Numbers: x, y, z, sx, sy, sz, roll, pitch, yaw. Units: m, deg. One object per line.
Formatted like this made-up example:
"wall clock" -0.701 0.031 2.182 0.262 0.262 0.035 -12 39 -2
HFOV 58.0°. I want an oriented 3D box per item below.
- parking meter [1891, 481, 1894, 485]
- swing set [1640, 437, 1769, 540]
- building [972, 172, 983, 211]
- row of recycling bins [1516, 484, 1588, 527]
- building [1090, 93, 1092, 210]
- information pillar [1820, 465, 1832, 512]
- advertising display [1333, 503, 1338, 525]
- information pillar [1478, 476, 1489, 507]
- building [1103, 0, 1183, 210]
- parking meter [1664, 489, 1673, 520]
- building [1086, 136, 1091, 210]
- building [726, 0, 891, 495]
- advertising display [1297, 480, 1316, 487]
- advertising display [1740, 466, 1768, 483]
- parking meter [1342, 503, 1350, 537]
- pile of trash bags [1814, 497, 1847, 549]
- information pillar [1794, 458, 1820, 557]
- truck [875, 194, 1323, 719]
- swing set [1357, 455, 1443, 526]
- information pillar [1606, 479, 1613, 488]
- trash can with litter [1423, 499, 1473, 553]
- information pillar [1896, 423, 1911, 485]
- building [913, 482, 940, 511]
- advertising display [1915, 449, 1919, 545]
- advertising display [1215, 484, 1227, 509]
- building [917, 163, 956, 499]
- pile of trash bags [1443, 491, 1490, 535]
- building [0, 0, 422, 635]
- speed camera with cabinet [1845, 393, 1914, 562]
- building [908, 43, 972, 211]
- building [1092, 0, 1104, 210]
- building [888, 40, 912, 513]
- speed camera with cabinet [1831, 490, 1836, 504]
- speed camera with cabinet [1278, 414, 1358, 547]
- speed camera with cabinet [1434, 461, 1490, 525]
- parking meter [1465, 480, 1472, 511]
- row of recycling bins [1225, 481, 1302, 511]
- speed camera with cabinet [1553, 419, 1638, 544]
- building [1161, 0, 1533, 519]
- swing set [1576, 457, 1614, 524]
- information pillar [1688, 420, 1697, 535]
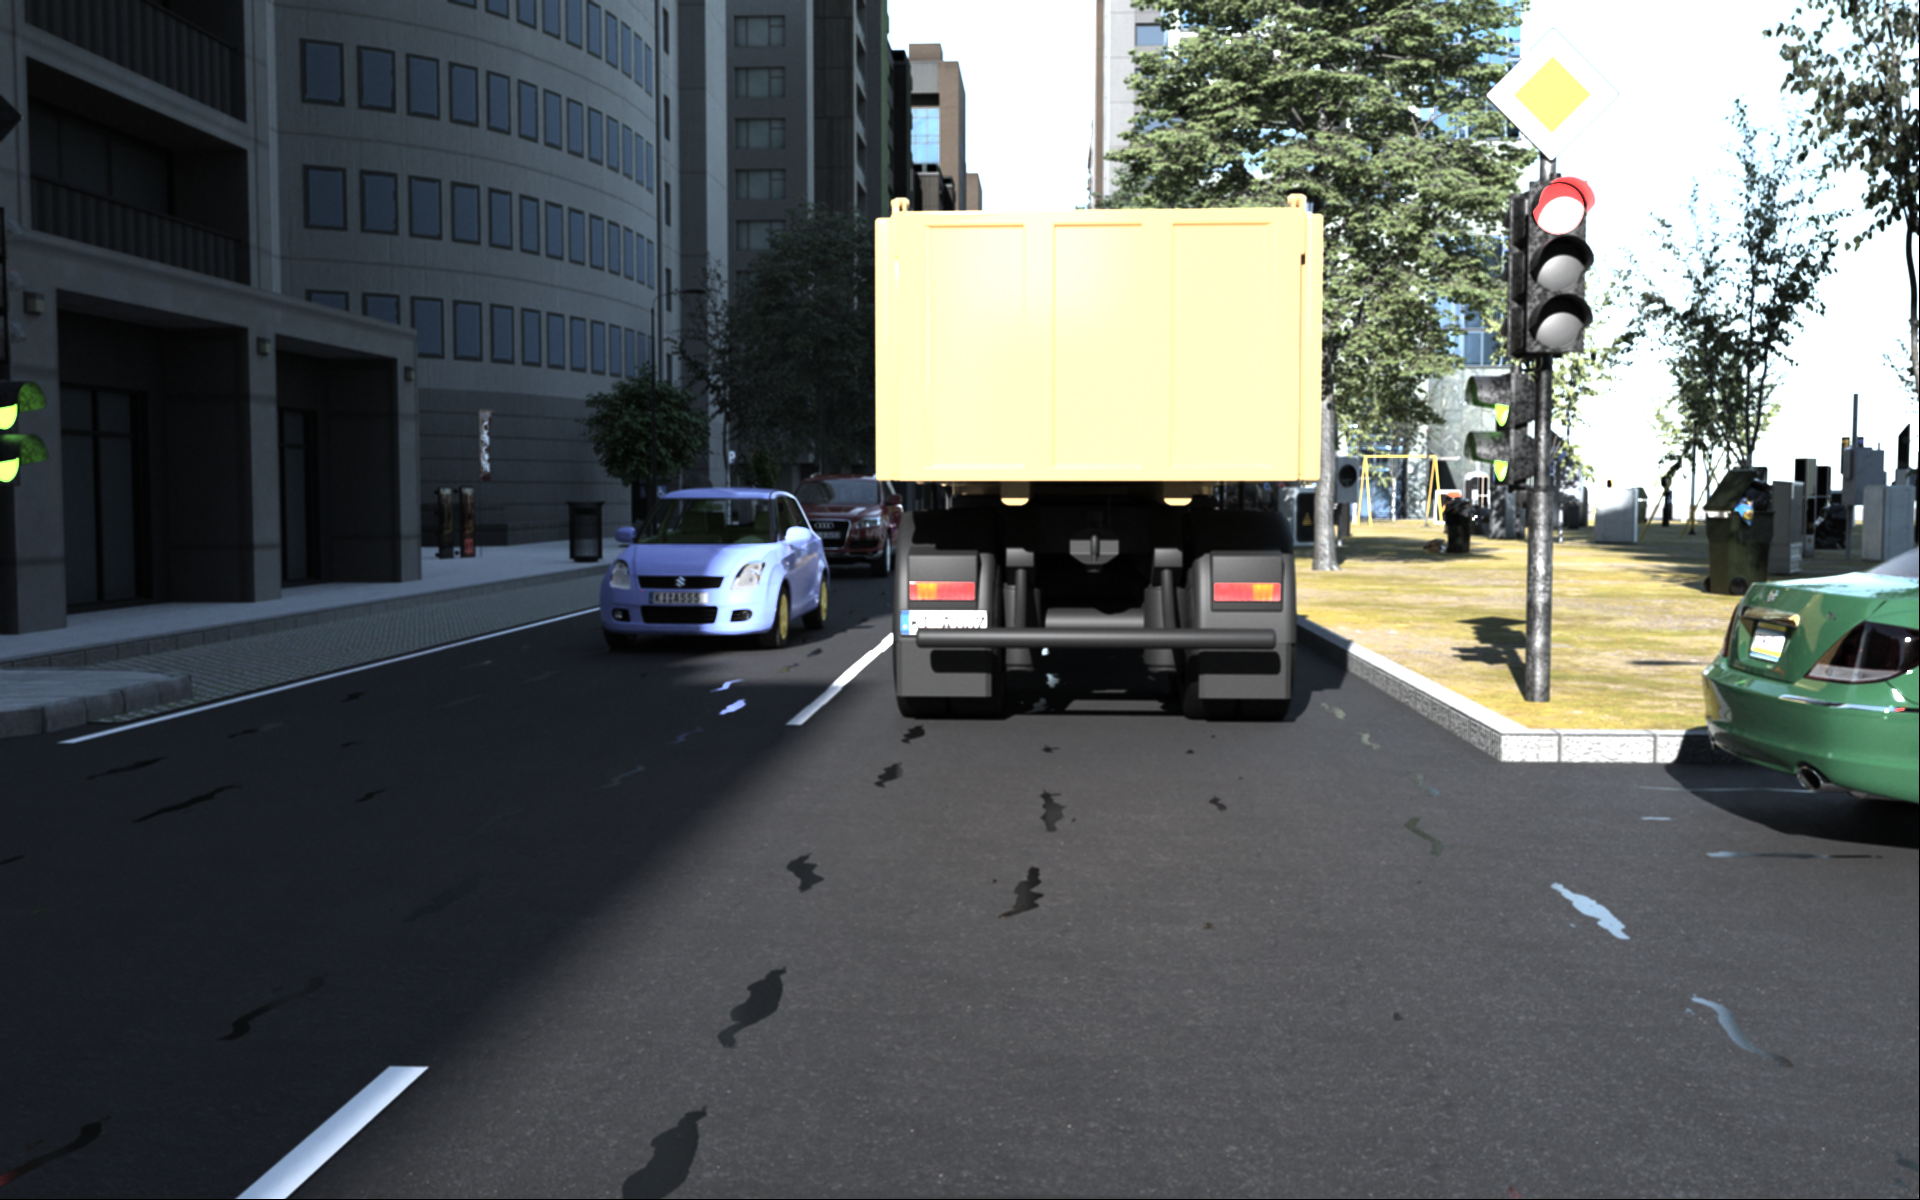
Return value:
"parking meter" 37.978 -3.948 70.269 0.255 1.863 0.399 -1 4 -11
"swing set" 20.994 -3.108 48.438 2.862 2.851 3.119 3 5 44
"building" -4.075 -35.794 235.339 14.600 45.320 14.200 0 4 3
"row of recycling bins" 23.327 -3.751 68.440 3.534 1.692 1.069 -1 4 -21
"building" 24.625 -34.210 183.030 21.300 48.544 21.600 0 4 3
"information pillar" 22.202 -2.451 44.562 0.304 2.012 0.304 3 5 40
"advertising display" 15.405 -4.033 71.152 0.123 1.923 0.974 -1 4 -21
"information pillar" 21.507 -4.081 71.218 0.304 2.012 0.304 -1 4 -21
"building" 21.418 -36.058 131.555 21.231 58.520 28.212 0 4 3
"parking meter" 34.614 -4.661 84.620 0.372 1.533 0.369 0 3 0
"building" 26.270 -33.893 208.777 22.147 44.769 28.867 0 4 3
"building" -11.421 -25.075 93.566 14.154 41.232 14.086 0 4 3
"advertising display" 11.016 -3.002 54.294 0.974 1.923 0.123 0 4 -4
"advertising display" 18.251 -2.118 39.849 0.974 1.923 0.123 -3 4 -36
"parking meter" 11.615 -2.846 52.239 0.255 1.863 0.399 1 4 23
"pile of trash bags" 19.840 -1.892 40.687 1.912 1.369 3.447 2 4 31
"information pillar" 17.182 -1.881 35.241 0.304 2.012 0.304 -2 4 -25
"truck" 1.059 -1.147 14.686 3.469 3.379 9.791 0 4 3
"swing set" 17.821 -4.470 70.700 3.119 2.851 2.862 0 4 3
"information pillar" 31.488 -4.865 84.027 0.304 2.012 0.304 1 4 20
"trash can with litter" 10.687 -1.625 37.957 1.055 1.170 0.624 2 4 35
"information pillar" 31.089 -4.021 57.090 0.183 3.616 0.504 -1 4 -12
"building" -16.057 -17.429 130.003 27.650 21.520 28.899 0 4 3
"advertising display" 13.328 -1.105 23.273 0.123 1.923 0.974 -2 4 -26
"advertising display" 10.871 -4.062 71.623 0.974 1.923 0.123 -2 4 -29
"building" -7.773 -23.217 151.293 14.160 30.474 14.107 0 4 3
"pile of trash bags" 16.470 -2.815 55.774 1.912 1.369 3.447 -1 4 -9
"building" -18.478 -35.566 19.757 20.563 71.187 20.611 0 4 3
"speed camera with cabinet" 17.656 -2.384 33.306 0.660 3.252 2.038 0 4 6
"building" -6.631 -32.215 176.821 14.600 45.320 14.200 0 4 3
"building" 18.737 -30.799 153.679 14.600 45.320 14.200 0 4 3
"building" -10.503 -20.565 107.936 14.160 30.474 14.107 0 4 3
"speed camera with cabinet" 34.109 -4.375 65.863 2.038 3.252 0.660 2 4 33
"speed camera with cabinet" 8.736 -2.927 42.190 2.038 3.252 0.660 -2 4 -28
"speed camera with cabinet" 20.917 -4.772 72.355 2.038 3.252 0.660 2 4 31
"parking meter" 20.862 -3.997 71.060 0.255 1.863 0.399 1 4 12
"row of recycling bins" 7.968 -2.351 45.558 1.069 1.692 3.534 2 4 35
"speed camera with cabinet" 16.686 -3.126 45.441 2.038 3.252 0.660 2 4 30
"building" 20.717 -48.225 101.144 22.319 86.520 31.000 0 4 3
"swing set" 26.720 -4.731 74.971 3.119 2.851 2.862 3 5 45
"information pillar" 23.261 -3.890 54.954 0.183 3.616 0.504 1 4 16
